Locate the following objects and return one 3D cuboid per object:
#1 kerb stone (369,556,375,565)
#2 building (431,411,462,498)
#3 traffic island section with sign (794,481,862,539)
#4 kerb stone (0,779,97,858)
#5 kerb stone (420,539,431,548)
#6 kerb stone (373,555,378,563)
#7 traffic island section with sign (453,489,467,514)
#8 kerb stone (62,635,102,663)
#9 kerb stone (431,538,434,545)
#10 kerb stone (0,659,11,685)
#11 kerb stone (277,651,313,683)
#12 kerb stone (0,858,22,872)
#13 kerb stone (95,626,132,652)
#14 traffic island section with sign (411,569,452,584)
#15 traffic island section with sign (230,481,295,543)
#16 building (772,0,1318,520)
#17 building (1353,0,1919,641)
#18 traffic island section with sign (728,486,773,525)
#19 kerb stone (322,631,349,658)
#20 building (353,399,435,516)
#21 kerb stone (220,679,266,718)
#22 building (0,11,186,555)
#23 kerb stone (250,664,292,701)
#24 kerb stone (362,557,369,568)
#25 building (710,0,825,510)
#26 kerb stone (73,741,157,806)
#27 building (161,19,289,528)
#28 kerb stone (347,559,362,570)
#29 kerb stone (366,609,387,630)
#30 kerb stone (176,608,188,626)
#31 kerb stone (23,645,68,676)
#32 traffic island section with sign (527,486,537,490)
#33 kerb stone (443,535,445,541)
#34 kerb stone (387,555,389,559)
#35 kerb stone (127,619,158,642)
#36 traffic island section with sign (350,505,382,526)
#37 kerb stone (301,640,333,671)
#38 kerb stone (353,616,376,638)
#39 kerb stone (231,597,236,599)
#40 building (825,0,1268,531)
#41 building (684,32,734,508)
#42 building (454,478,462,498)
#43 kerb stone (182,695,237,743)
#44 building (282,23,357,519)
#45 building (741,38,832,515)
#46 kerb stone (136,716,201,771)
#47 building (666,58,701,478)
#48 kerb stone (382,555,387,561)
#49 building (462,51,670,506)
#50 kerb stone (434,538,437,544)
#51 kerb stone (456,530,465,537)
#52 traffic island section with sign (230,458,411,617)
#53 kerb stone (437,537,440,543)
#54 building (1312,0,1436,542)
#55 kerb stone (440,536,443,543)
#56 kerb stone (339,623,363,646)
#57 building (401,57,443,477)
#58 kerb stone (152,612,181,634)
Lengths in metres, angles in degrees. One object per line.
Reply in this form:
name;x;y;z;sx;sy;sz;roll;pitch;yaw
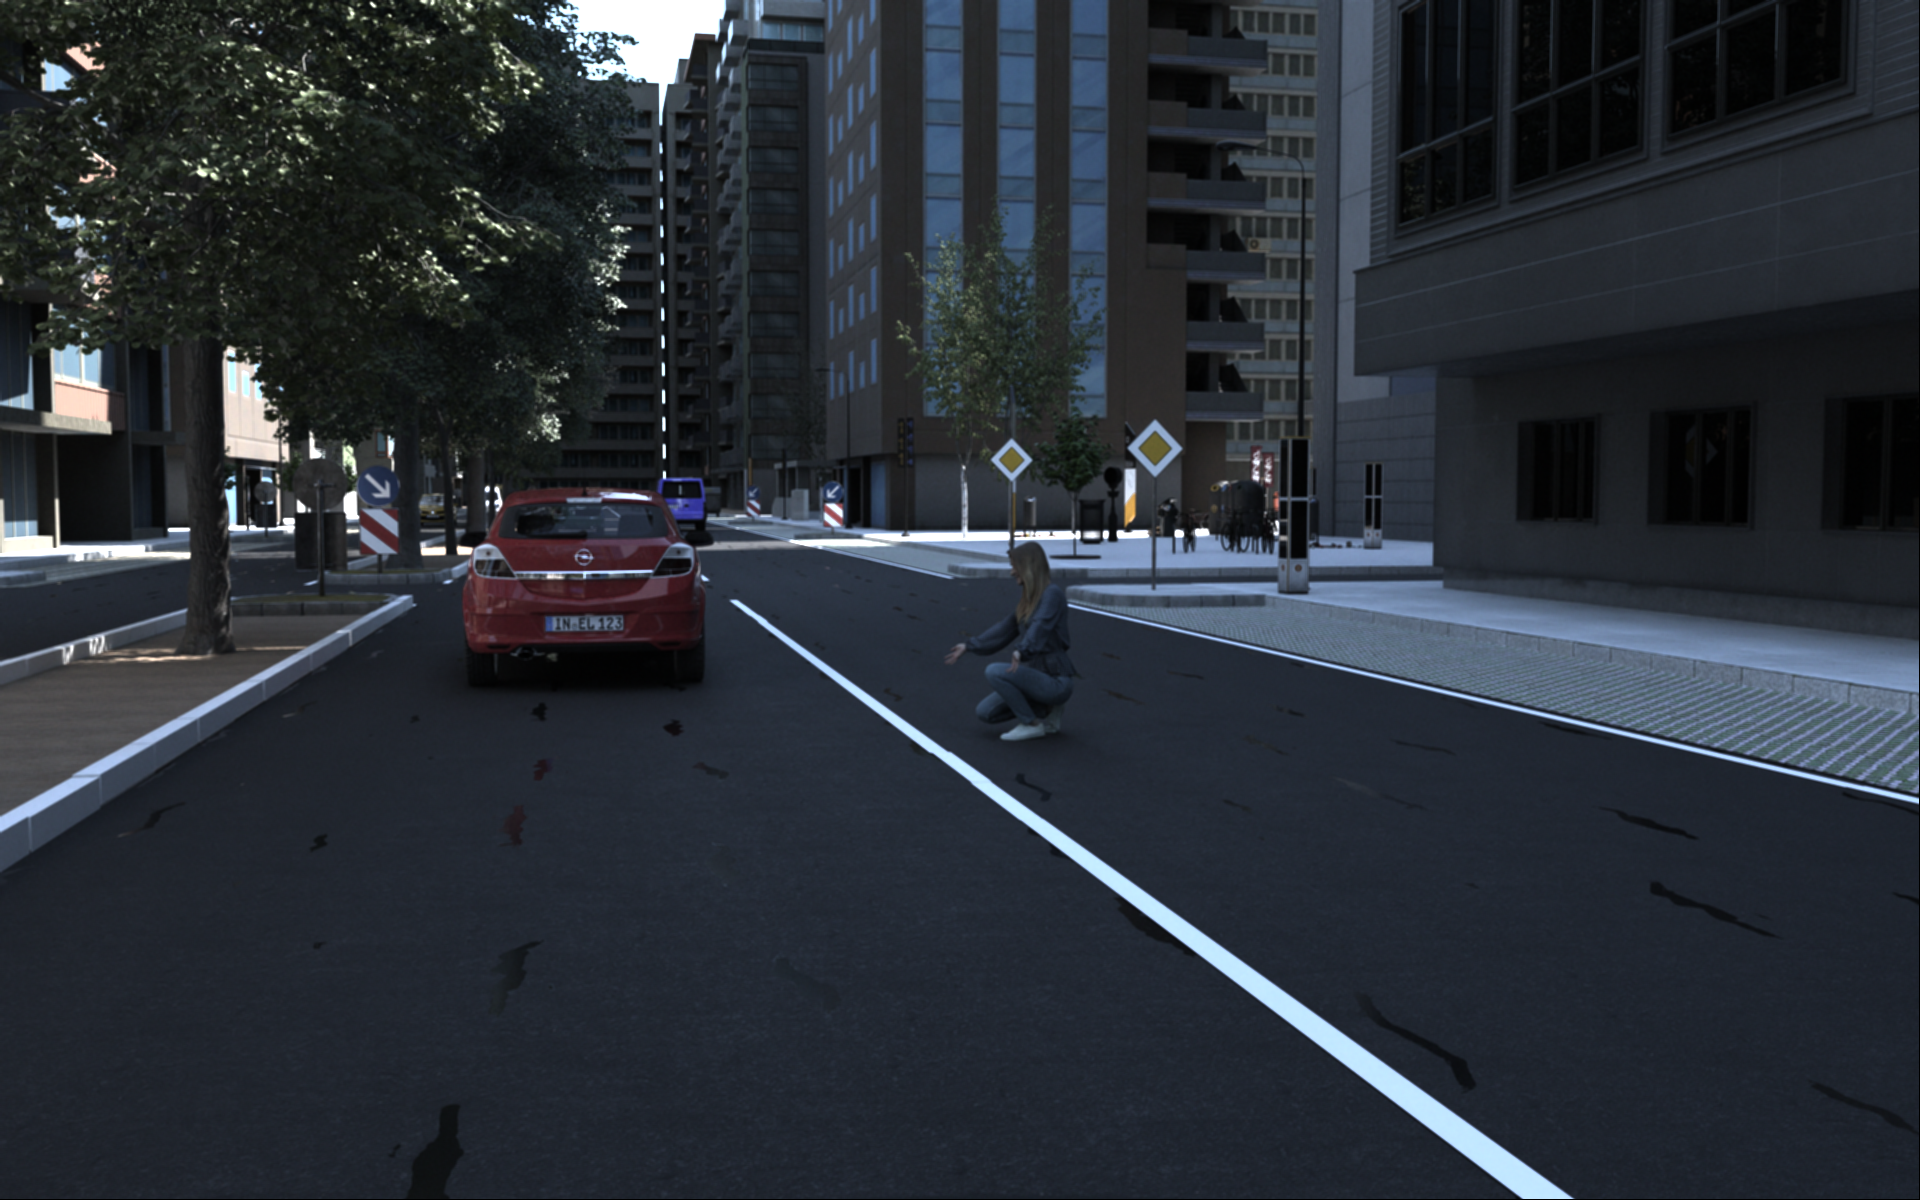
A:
kerb stone;-11.847;-0.748;34.554;0.120;0.150;1.000;-1;4;-12
building;-55.351;-29.531;166.426;14.086;41.232;14.154;-1;4;-12
traffic island section with sign;-4.263;-2.853;55.267;1.989;1.847;2.006;-1;4;-12
kerb stone;-3.874;0.912;7.395;0.120;0.150;1.000;-1;4;-12
kerb stone;-14.417;-1.492;46.585;0.120;0.150;1.000;-1;4;-12
kerb stone;-12.060;-0.818;35.565;0.120;0.150;1.000;-1;4;-12
traffic island section with sign;-36.992;-7.283;127.709;1.989;1.847;2.006;-1;4;-12
kerb stone;-7.660;0.443;15.007;0.120;0.150;1.000;-1;4;-12
kerb stone;-14.635;-1.554;47.598;0.120;0.150;1.000;-1;4;-12
kerb stone;-7.232;0.562;13.000;0.120;0.150;1.000;-1;4;-12
kerb stone;-5.172;0.538;13.416;0.120;0.150;1.000;-1;4;-12
kerb stone;-3.661;0.966;6.395;0.120;0.150;1.000;-1;4;-12
kerb stone;-7.874;0.379;16.006;0.120;0.150;1.000;-1;4;-12
traffic island section with sign;-9.451;-1.240;28.413;2.006;1.907;1.989;-1;4;-12
traffic island section with sign;-20.674;-2.624;51.530;1.989;1.847;2.006;-1;4;-12
building;6.325;-24.684;95.469;32.217;40.220;23.993;-1;4;-12
building;14.909;-11.643;9.436;14.314;24.678;30.058;-1;4;-12
traffic island section with sign;-9.920;-4.465;81.624;1.989;1.847;2.006;-1;4;-12
kerb stone;-5.599;0.414;15.429;0.120;0.150;1.000;-1;4;-12
building;-49.682;-16.318;111.839;27.650;21.520;28.899;-1;4;-12
kerb stone;-4.747;0.663;11.411;0.120;0.150;1.000;-1;4;-12
building;-31.146;-23.563;39.885;22.147;44.769;28.867;-1;4;-12
kerb stone;-4.956;0.598;12.417;0.120;0.150;1.000;-1;4;-12
kerb stone;-11.629;-0.695;33.555;0.120;0.150;1.000;-1;4;-12
building;-7.523;-31.687;137.696;23.786;49.044;30.456;-1;4;-12
kerb stone;-4.095;0.844;8.403;0.120;0.150;1.000;-1;4;-12
building;-35.715;-25.622;69.038;14.600;45.320;14.200;-1;4;-12
kerb stone;-11.417;-0.633;32.550;0.120;0.150;1.000;-1;4;-12
kerb stone;-6.249;0.230;18.438;0.120;0.150;1.000;-1;4;-12
kerb stone;-8.523;0.197;19.010;0.120;0.150;1.000;-1;4;-12
kerb stone;-7.446;0.504;14.006;0.120;0.150;1.000;-1;4;-12
traffic island section with sign;-25.193;-5.734;101.891;2.006;1.907;1.989;-1;4;-12
kerb stone;-15.487;-1.799;51.602;0.120;0.150;1.000;-1;4;-12
kerb stone;-12.493;-0.940;37.564;0.120;0.150;1.000;-1;4;-12
kerb stone;-8.090;0.319;17.005;0.120;0.150;1.000;-1;4;-12
traffic island section with sign;-26.364;-4.251;78.139;1.989;1.847;2.006;-1;4;-12
kerb stone;-5.385;0.475;14.426;0.120;0.150;1.000;-1;4;-12
kerb stone;-6.033;0.294;17.432;0.120;0.150;1.000;-1;4;-12
kerb stone;-8.942;0.072;21.016;0.120;0.150;1.000;-1;4;-12
building;2.572;-25.489;66.856;14.600;45.320;14.200;-1;4;-12
building;-14.921;-31.309;166.523;22.147;44.769;28.867;-1;4;-12
building;-67.882;-30.697;193.774;23.993;40.220;32.217;-1;4;-12
kerb stone;-4.526;0.721;10.408;0.120;0.150;1.000;-1;4;-12
building;-40.327;-24.904;90.779;14.154;41.232;14.086;-1;4;-12
building;-7.581;-21.000;115.049;14.160;30.474;14.107;-1;4;-12
kerb stone;-4.312;0.783;9.402;0.120;0.150;1.000;-1;4;-12
building;-23.175;-35.145;198.320;21.600;48.544;21.300;-1;4;-12
kerb stone;-12.276;-0.879;36.565;0.120;0.150;1.000;-1;4;-12
building;-44.416;-34.864;193.721;21.600;48.544;21.300;-1;4;-12
kerb stone;-14.851;-1.613;48.602;0.120;0.150;1.000;-1;4;-12
kerb stone;-17.208;-2.289;59.622;0.120;0.150;1.000;-1;4;-12
traffic island section with sign;-7.910;-0.797;21.168;2.006;1.907;1.989;-1;4;-12
kerb stone;-15.069;-1.671;49.601;0.120;0.150;1.000;-1;4;-12
building;26.420;-30.845;46.323;28.212;58.520;21.231;-1;4;-12
kerb stone;-15.283;-1.736;50.601;0.120;0.150;1.000;-1;4;-12
kerb stone;-5.818;0.356;16.433;0.120;0.150;1.000;-1;4;-12
building;-56.263;-33.579;138.261;28.713;52.752;27.495;-1;4;-12
kerb stone;-8.301;0.256;18.005;0.120;0.150;1.000;-1;4;-12
